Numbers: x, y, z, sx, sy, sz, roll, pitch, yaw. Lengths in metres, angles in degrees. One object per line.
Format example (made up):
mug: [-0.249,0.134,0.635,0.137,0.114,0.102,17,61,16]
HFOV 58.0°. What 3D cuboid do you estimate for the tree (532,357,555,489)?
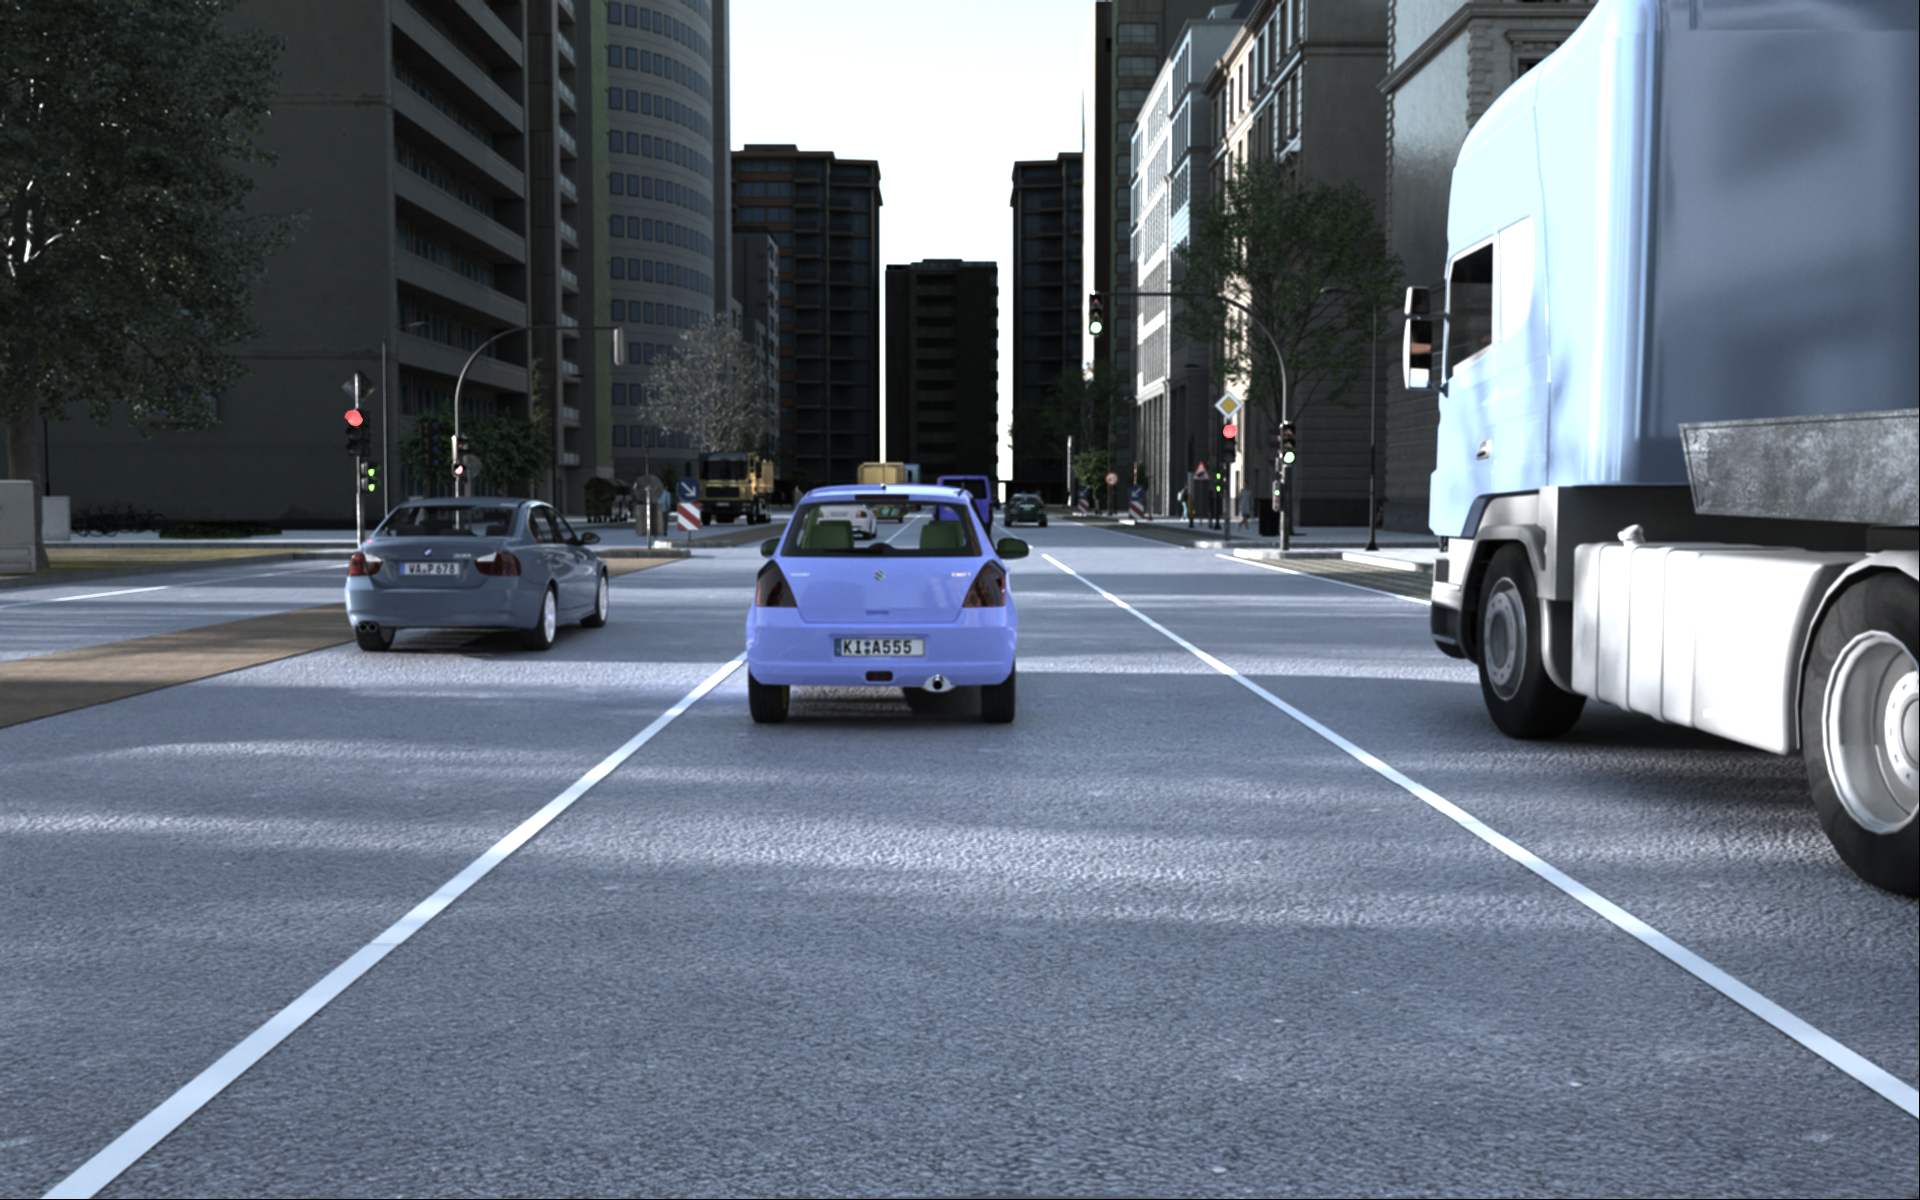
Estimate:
tree: [-22.408,-8.404,87.767,4.737,8.622,4.395,0,3,0]

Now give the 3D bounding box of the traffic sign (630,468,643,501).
traffic sign: [-15.868,-5.238,85.639,0.884,2.594,0.081,0,4,4]

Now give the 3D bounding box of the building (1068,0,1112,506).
building: [23.498,-52.923,177.964,22.319,86.520,31.000,0,4,0]

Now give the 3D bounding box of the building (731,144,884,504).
building: [-24.341,-34.541,219.362,28.867,44.769,22.147,0,4,0]

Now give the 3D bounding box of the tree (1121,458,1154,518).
tree: [9.753,-6.053,93.570,1.663,3.219,1.824,0,3,0]

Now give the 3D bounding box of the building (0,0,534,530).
building: [-30.826,-27.322,70.417,21.300,48.544,21.600,0,4,0]

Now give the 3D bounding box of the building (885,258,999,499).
building: [-2.318,-27.136,215.369,14.107,30.474,14.160,0,4,0]

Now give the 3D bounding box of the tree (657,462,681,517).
tree: [-16.008,-6.200,95.973,1.663,3.219,1.824,0,3,0]

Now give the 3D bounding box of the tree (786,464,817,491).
tree: [-17.374,-12.561,189.084,4.285,4.588,4.351,0,3,0]

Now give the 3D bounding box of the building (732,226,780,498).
building: [-26.952,-25.474,188.200,14.107,30.474,14.160,0,4,0]

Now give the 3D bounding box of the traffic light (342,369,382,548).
traffic light: [-13.516,-3.067,39.065,0.839,4.253,0.868,0,4,0]

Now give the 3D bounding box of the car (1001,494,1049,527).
car: [2.908,-3.987,76.981,2.131,1.459,4.920,0,3,0]

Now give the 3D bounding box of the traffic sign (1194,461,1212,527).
traffic sign: [9.507,-4.177,68.297,0.884,2.594,0.081,0,4,7]

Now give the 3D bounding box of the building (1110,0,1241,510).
building: [19.216,-28.050,142.215,14.154,41.232,14.086,0,4,0]

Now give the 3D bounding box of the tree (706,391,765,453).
tree: [-16.049,-10.632,124.188,4.737,8.622,4.395,0,3,0]

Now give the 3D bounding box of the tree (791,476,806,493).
tree: [-16.882,-11.430,181.484,1.663,3.219,1.824,0,3,0]

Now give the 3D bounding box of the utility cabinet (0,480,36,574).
utility cabinet: [-15.308,-1.144,27.377,1.173,1.500,0.318,-3,4,-38]

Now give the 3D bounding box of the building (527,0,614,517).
building: [-27.858,-25.252,96.459,14.154,41.232,14.086,0,4,0]

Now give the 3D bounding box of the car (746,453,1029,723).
car: [-0.474,-0.157,12.159,1.945,1.707,3.694,0,4,0]

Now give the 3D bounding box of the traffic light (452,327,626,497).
traffic light: [-11.487,-4.430,47.101,4.771,5.953,1.251,0,4,0]

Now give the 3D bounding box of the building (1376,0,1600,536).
building: [23.987,-13.818,54.807,19.941,23.489,11.050,0,4,0]

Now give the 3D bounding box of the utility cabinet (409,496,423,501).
utility cabinet: [-15.730,-2.382,50.107,0.306,1.237,1.020,-1,4,-11]

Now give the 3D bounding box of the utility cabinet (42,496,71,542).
utility cabinet: [-24.605,-2.177,46.762,1.020,1.237,0.306,-1,4,-20]

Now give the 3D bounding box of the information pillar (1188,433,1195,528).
information pillar: [8.787,-4.557,65.854,0.183,3.616,0.504,2,4,24]

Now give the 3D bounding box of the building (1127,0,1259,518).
building: [17.542,-20.184,107.496,11.434,29.767,29.804,0,4,0]

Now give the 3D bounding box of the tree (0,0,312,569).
tree: [-16.256,-7.515,29.530,9.857,13.997,8.962,0,3,0]

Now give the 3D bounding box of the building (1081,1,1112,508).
building: [18.402,-30.954,156.200,14.600,45.320,14.200,0,4,0]

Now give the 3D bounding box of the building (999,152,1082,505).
building: [19.245,-34.591,220.183,28.867,44.769,22.147,0,4,0]

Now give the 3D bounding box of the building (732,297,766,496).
building: [-33.840,-19.558,164.809,27.650,21.520,28.899,0,4,0]

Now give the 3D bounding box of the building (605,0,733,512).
building: [-30.105,-36.282,135.205,21.231,58.520,28.212,0,4,0]

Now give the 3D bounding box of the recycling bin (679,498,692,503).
recycling bin: [-15.945,-5.394,100.742,0.722,1.027,0.722,-1,4,-10]

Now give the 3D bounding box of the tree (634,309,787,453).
tree: [-16.513,-12.520,115.080,12.009,13.543,11.850,0,3,0]

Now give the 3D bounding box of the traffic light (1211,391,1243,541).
traffic light: [7.283,-3.566,47.227,0.839,4.253,0.868,0,4,0]

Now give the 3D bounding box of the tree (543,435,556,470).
tree: [-16.707,-4.917,64.106,4.285,4.588,4.351,0,3,0]

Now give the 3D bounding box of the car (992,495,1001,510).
car: [2.828,-9.061,160.734,1.945,1.354,3.894,0,4,0]

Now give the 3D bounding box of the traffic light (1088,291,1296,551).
traffic light: [5.253,-3.940,39.085,4.771,5.953,1.251,0,4,0]

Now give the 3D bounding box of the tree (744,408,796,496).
tree: [-16.124,-11.852,144.149,4.360,8.622,3.978,0,3,0]

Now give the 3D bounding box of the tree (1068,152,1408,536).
tree: [10.035,-7.822,53.640,9.928,11.665,9.643,0,3,0]

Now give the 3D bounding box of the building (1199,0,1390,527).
building: [18.852,-17.243,79.179,12.463,27.353,25.104,0,4,0]

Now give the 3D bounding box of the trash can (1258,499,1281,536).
trash can: [9.382,-2.501,52.547,0.748,1.137,0.748,0,3,0]

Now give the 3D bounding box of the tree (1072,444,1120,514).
tree: [8.984,-7.972,114.063,4.285,4.588,4.351,0,3,0]

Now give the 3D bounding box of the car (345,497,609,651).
car: [-4.656,-0.313,17.126,2.014,1.417,4.499,0,4,-2]

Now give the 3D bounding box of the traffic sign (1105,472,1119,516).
traffic sign: [8.858,-6.170,100.978,0.768,2.556,0.104,0,4,3]

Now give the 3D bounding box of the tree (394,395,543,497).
tree: [-17.047,-4.519,57.594,4.285,4.588,4.351,0,3,0]

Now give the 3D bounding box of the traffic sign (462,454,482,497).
traffic sign: [-15.641,-3.372,55.241,0.768,2.556,0.104,0,4,2]
